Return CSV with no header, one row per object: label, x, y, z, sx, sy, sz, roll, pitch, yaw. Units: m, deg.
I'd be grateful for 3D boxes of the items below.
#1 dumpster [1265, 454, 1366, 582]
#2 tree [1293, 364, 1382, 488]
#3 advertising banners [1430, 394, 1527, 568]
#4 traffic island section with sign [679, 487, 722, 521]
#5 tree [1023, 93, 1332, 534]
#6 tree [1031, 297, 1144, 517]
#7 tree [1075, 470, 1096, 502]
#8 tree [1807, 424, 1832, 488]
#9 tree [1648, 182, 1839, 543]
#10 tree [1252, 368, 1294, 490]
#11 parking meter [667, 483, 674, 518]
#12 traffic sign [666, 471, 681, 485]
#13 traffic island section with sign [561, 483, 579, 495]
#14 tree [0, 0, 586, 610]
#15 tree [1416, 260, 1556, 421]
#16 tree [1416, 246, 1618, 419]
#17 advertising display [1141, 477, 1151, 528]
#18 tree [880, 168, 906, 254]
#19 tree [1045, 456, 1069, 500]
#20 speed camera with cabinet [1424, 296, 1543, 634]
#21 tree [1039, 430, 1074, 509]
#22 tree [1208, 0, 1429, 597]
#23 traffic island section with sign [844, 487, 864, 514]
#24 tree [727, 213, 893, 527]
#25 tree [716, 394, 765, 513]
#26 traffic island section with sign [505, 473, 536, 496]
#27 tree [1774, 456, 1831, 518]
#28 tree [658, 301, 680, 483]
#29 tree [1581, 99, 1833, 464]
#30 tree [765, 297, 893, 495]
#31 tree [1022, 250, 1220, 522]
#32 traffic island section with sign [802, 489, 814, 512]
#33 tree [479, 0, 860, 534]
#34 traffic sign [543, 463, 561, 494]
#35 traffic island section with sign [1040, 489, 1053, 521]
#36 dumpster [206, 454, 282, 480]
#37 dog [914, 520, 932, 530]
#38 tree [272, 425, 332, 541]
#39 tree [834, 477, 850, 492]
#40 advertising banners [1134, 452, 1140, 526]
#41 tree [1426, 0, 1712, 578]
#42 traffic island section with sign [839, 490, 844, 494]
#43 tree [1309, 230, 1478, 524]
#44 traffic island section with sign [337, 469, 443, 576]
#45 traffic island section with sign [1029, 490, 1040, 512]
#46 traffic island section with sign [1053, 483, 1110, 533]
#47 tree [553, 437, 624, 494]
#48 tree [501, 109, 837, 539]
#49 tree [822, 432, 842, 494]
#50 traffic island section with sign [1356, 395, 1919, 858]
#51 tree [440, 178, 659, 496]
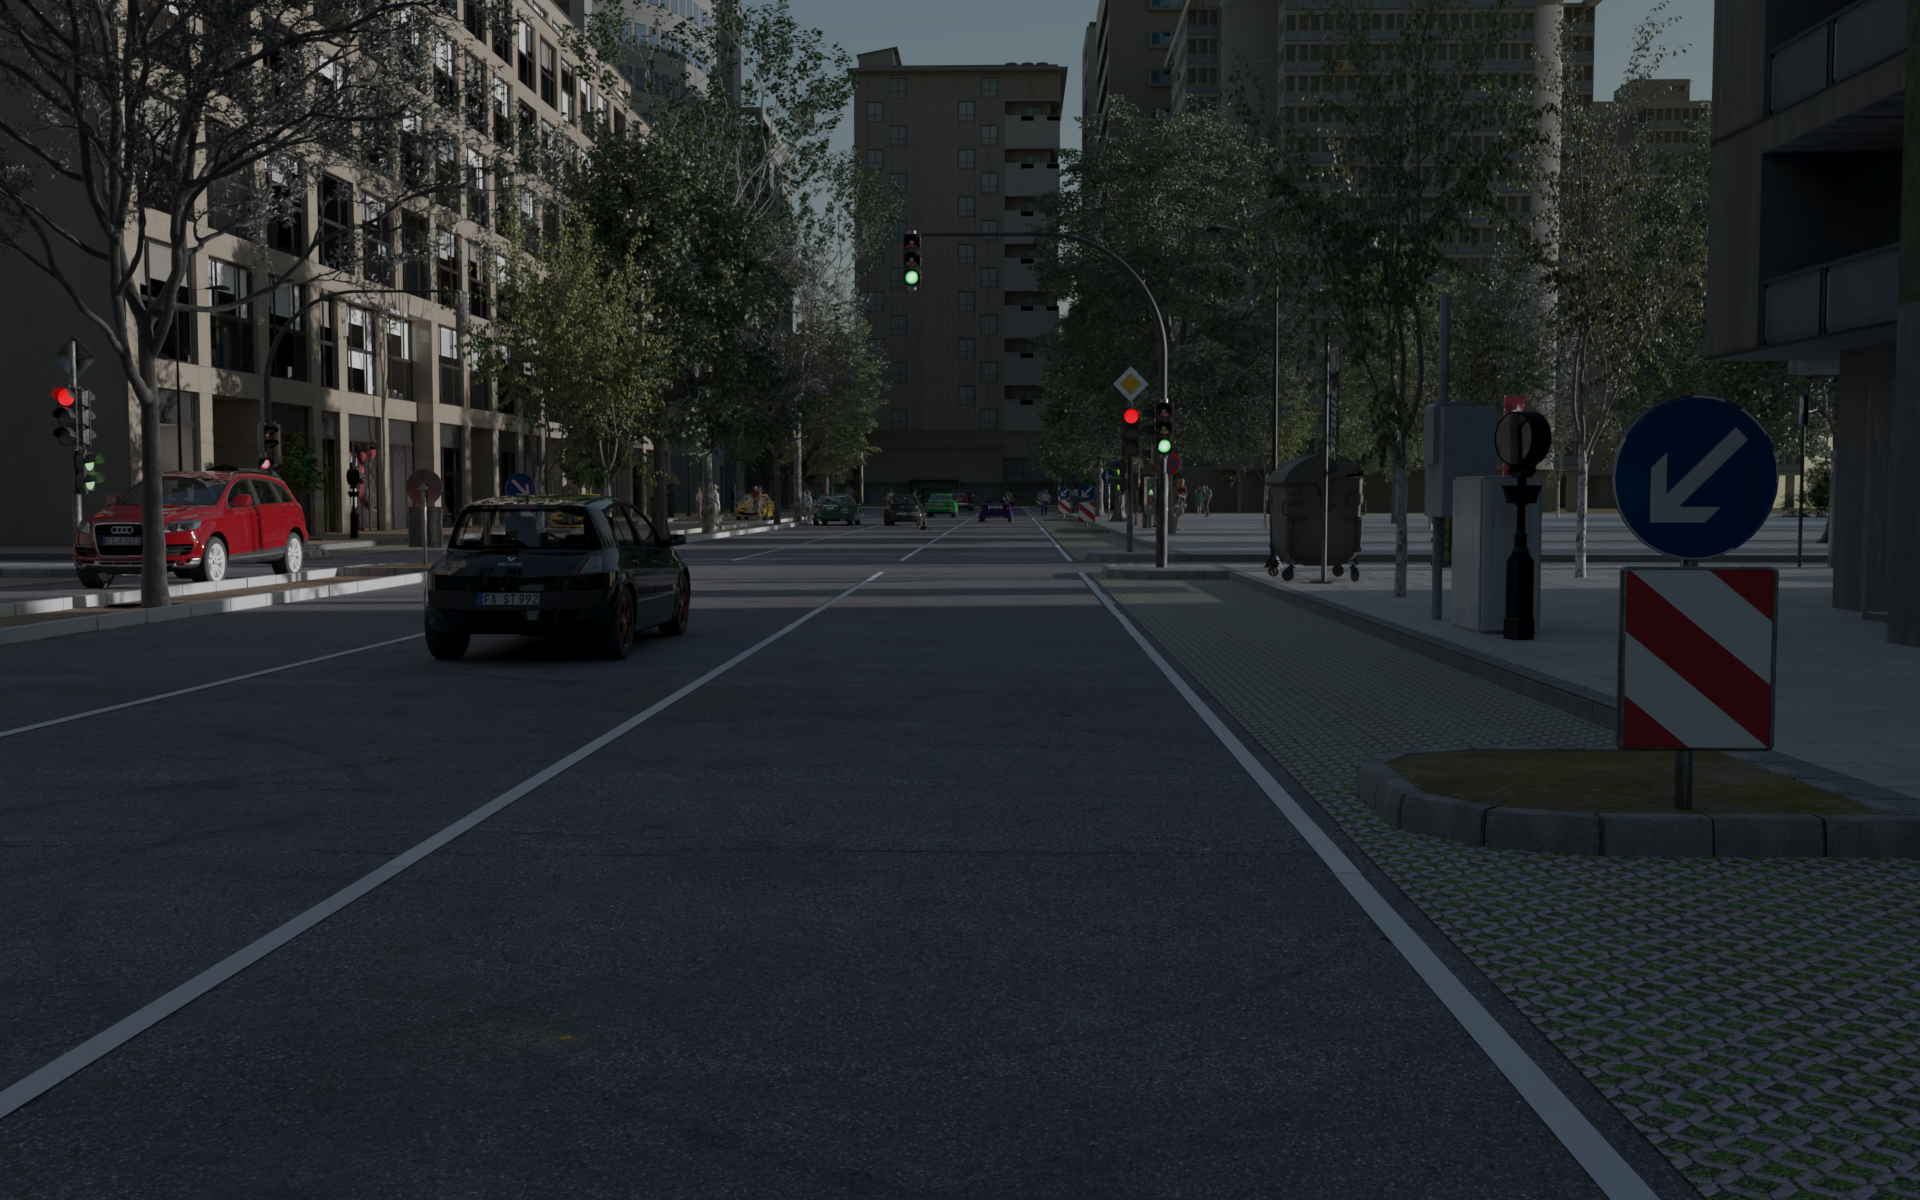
dumpster,5.348,-1.242,26.060,1.264,1.857,1.865,0,4,2
tree,21.845,-8.937,96.488,4.737,8.622,4.395,0,3,0
advertising banners,9.088,-2.085,30.270,2.074,3.025,0.090,-2,4,-25
traffic island section with sign,-13.596,-5.041,91.052,1.989,1.847,2.006,0,4,2
tree,6.769,-9.110,55.600,9.857,13.997,8.962,0,3,0
tree,7.507,-10.984,97.716,7.486,12.596,7.792,0,3,0
tree,8.889,-7.536,117.807,1.663,3.219,1.824,0,3,0
tree,33.241,-7.041,65.482,4.737,8.622,4.395,0,3,0
tree,23.049,-7.839,45.171,9.611,12.733,9.660,0,3,0
tree,19.300,-9.342,103.109,4.737,8.622,4.395,0,3,0
parking meter,-15.869,-5.455,94.895,0.399,1.863,0.255,3,4,38
traffic sign,-16.103,-5.950,97.290,0.884,2.594,0.081,1,4,10
traffic island section with sign,-14.404,-3.362,63.602,1.989,1.847,2.006,0,4,2
tree,-10.103,-6.632,21.259,12.009,13.543,11.850,0,3,0
tree,16.828,-6.427,55.436,4.737,8.622,4.395,0,3,0
tree,27.299,-10.724,85.706,12.009,13.543,11.850,0,3,0
advertising display,7.006,-3.651,64.910,0.123,1.923,0.974,2,4,25
tree,-9.364,-14.023,87.624,12.611,20.169,13.585,0,3,0
tree,10.077,-13.648,173.505,4.360,8.622,3.978,0,3,0
speed camera with cabinet,5.038,-1.370,16.742,0.660,3.252,2.038,0,4,0
tree,10.279,-14.321,184.515,4.737,8.622,4.395,0,3,0
tree,5.273,-4.347,21.428,4.360,8.622,3.978,0,3,0
traffic island section with sign,-7.314,-6.438,113.401,2.006,1.907,1.989,0,4,2
tree,-7.994,-9.943,75.395,12.009,13.543,11.850,0,3,0
tree,-15.287,-10.327,119.216,4.737,8.622,4.395,0,3,0
traffic island section with sign,-9.526,-1.845,38.295,2.006,1.907,1.989,0,4,2
tree,51.807,-11.430,88.697,18.604,14.587,13.155,2,4,29
tree,-9.060,-5.602,44.413,4.737,8.622,4.395,0,3,0
tree,25.592,-9.188,56.875,9.857,13.997,8.962,0,3,0
tree,-7.770,-10.914,99.031,7.486,12.596,7.792,0,3,0
tree,7.476,-9.945,79.615,9.611,12.733,9.660,0,3,0
traffic island section with sign,-12.126,-8.067,140.519,1.989,1.847,2.006,0,4,2
tree,-10.269,-12.490,62.555,12.611,20.169,13.585,0,3,0
traffic sign,-16.757,-4.344,71.138,0.768,2.556,0.104,0,4,7
traffic island section with sign,5.342,-5.038,91.005,1.989,1.847,2.006,0,4,2
dumpster,-17.467,-2.417,42.006,1.502,2.255,1.985,0,4,2
dog,-1.461,-2.970,68.757,0.748,0.427,0.550,1,4,10
tree,-18.172,-3.270,48.072,1.663,3.219,1.824,0,3,0
tree,-12.842,-12.032,191.318,1.663,3.219,1.824,0,3,0
advertising banners,7.258,-4.565,70.826,0.090,3.025,2.074,1,4,11
tree,9.755,-4.642,26.265,4.360,8.622,3.978,0,3,0
traffic island section with sign,-11.343,-9.715,167.463,1.989,1.847,2.006,0,4,2
tree,18.564,-9.546,74.206,7.486,12.596,7.792,0,3,0
traffic island section with sign,-9.754,-1.392,30.891,2.006,1.907,1.989,0,4,2
traffic island section with sign,6.783,-8.032,139.952,1.989,1.847,2.006,0,4,2
traffic island section with sign,4.541,-3.390,64.062,1.989,1.847,2.006,0,4,2
tree,-16.448,-5.722,77.272,4.285,4.588,4.351,0,3,0
tree,-8.971,-8.079,51.550,9.611,12.733,9.660,0,3,0
tree,-13.594,-14.144,181.619,4.737,8.622,4.395,0,3,0
traffic island section with sign,2.868,0.055,7.734,1.989,1.847,2.006,0,4,2
tree,-9.619,-5.298,39.447,4.737,8.622,4.395,0,3,0
